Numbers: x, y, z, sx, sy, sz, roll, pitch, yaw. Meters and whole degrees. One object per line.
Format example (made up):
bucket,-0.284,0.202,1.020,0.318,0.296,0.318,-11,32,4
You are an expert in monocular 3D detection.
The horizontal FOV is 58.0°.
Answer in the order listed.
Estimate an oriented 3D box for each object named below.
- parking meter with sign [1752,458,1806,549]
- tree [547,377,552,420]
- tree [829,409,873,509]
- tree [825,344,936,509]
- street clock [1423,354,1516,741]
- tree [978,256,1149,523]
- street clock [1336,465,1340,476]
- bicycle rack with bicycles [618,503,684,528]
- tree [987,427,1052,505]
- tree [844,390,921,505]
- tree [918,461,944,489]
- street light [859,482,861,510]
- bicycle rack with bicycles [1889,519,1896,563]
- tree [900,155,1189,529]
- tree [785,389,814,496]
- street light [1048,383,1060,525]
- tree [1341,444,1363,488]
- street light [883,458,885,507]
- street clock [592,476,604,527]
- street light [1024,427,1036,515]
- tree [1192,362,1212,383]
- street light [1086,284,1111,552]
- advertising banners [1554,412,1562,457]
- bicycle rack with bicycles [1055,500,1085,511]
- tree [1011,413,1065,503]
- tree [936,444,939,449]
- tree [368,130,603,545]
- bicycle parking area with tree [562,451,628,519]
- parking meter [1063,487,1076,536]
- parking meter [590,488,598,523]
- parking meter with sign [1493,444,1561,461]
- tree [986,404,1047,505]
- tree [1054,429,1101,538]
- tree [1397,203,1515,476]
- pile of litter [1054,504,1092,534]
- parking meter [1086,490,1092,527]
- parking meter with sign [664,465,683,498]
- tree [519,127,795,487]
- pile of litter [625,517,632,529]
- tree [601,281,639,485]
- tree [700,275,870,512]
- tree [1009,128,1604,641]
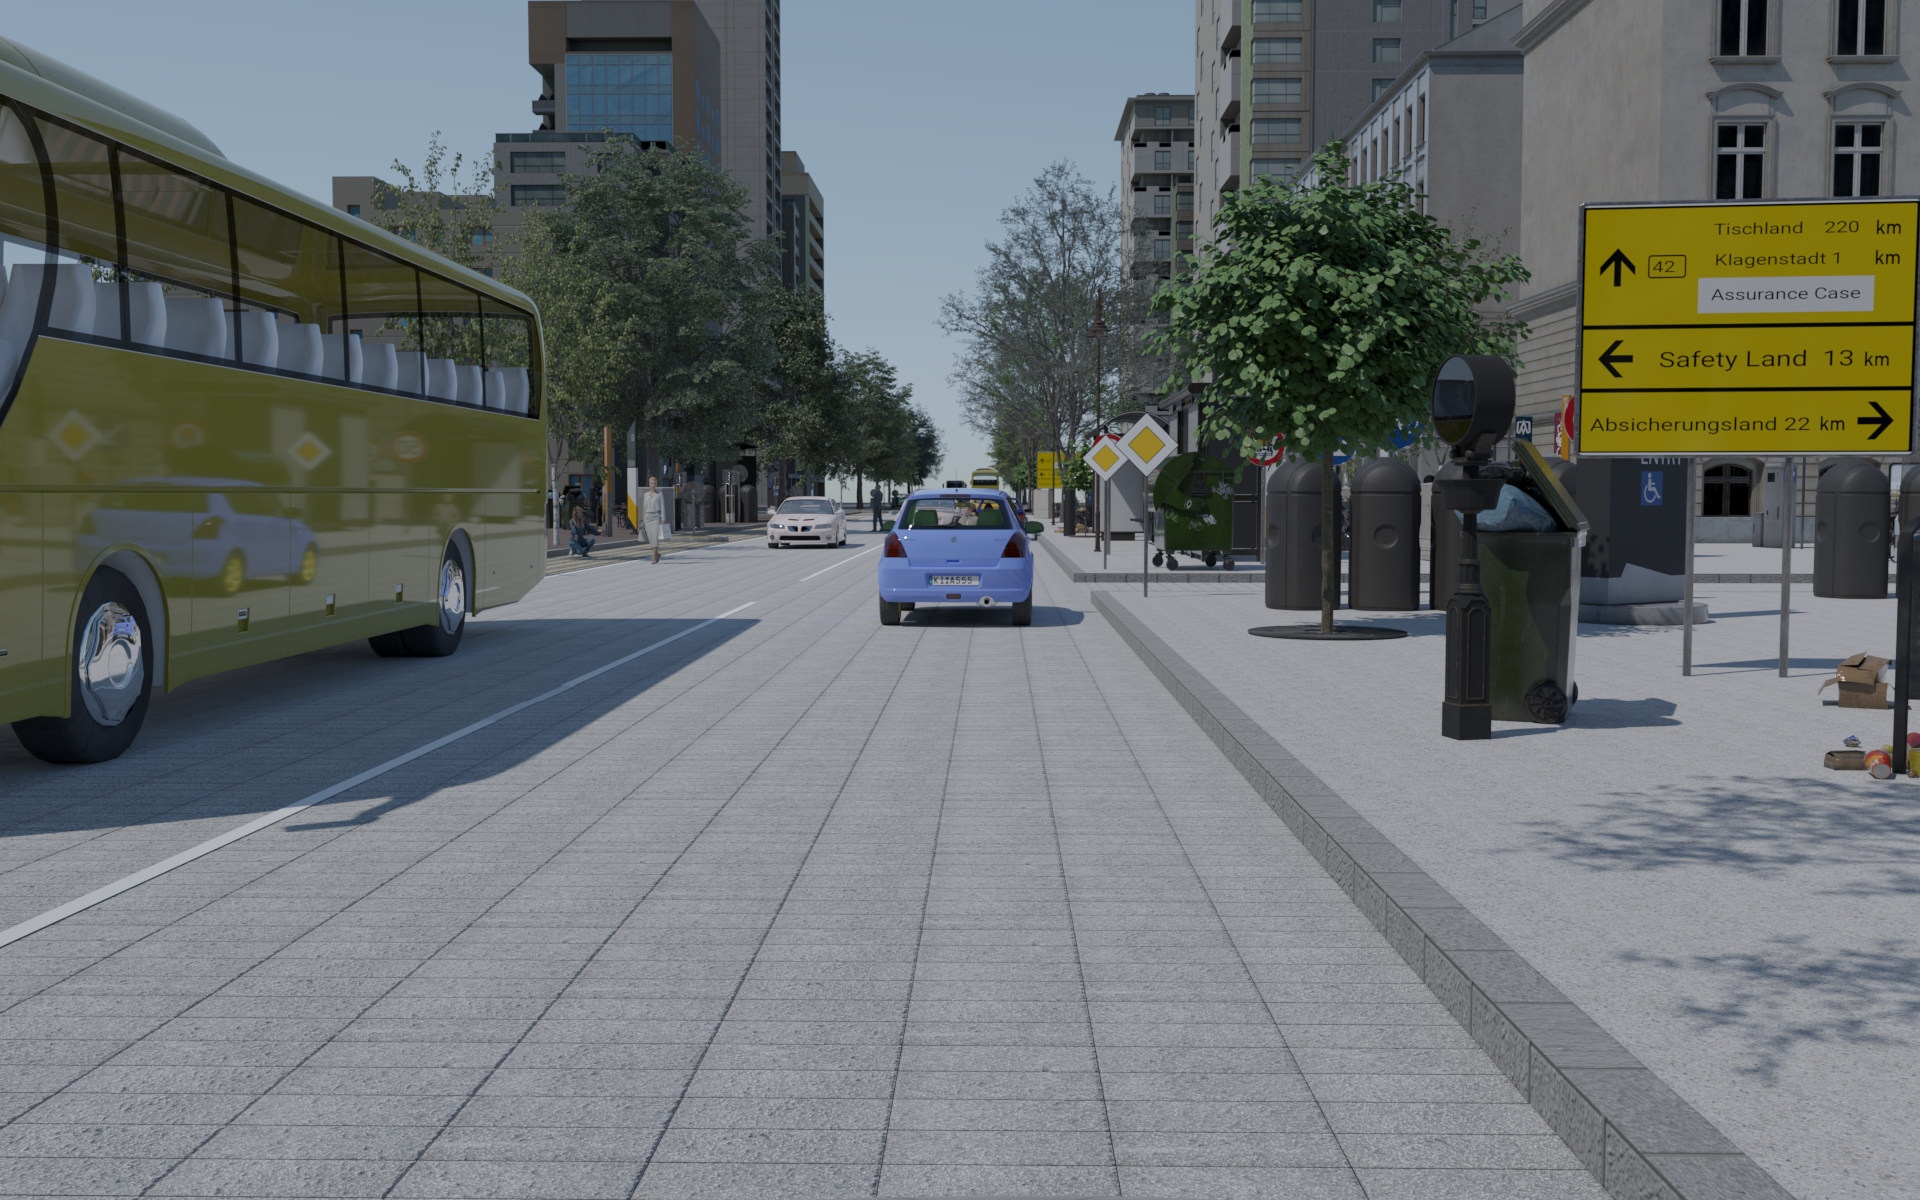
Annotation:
parking meter with sign,19.434,-2.735,40.977,0.543,3.016,1.738,-1,4,-9
tree,-19.232,-7.565,74.044,4.360,8.622,3.978,0,3,0
tree,-8.925,-11.202,133.509,4.360,8.622,3.978,0,3,0
tree,-8.472,-14.756,147.913,9.857,13.997,8.962,0,3,0
street clock,2.665,-0.274,9.056,0.358,2.002,0.471,-1,4,-13
tree,4.567,-9.244,76.895,9.928,11.665,9.643,0,3,0
street clock,7.400,-1.856,34.908,0.471,2.002,0.358,1,4,21
bicycle rack with bicycles,-12.032,-3.238,66.331,2.852,0.926,2.925,2,4,29
tree,7.797,-17.750,207.222,9.611,12.733,9.660,0,3,0
tree,-8.441,-17.033,196.613,7.486,12.596,7.792,0,3,0
tree,-6.237,-20.210,264.846,8.767,10.594,7.601,-2,4,-34
street light,-8.053,-10.194,139.464,0.468,5.910,1.993,0,4,1
bicycle rack with bicycles,18.293,-1.208,33.134,2.852,0.926,2.925,0,4,-2
tree,4.062,-9.389,63.882,12.009,13.543,11.850,0,3,0
tree,-9.902,-9.978,113.499,4.737,8.622,4.395,0,3,0
street light,3.829,-5.995,70.802,0.468,5.910,1.993,0,4,1
tree,14.174,-6.849,62.344,4.737,8.622,4.395,0,3,0
street light,-7.544,-12.181,171.954,0.468,5.910,1.993,0,4,1
street clock,-14.286,-3.911,68.509,0.471,2.002,0.358,-3,4,-39
street light,4.705,-8.730,115.518,0.468,5.910,1.993,0,4,1
tree,12.097,-7.627,75.064,4.737,8.622,4.395,0,3,0
street light,3.059,-4.008,38.318,0.468,5.910,1.993,0,4,1
advertising banners,12.683,-2.542,37.743,0.090,3.025,2.074,-1,4,-8
bicycle rack with bicycles,6.795,-5.523,103.687,2.925,0.926,2.852,1,4,15
tree,6.527,-11.781,142.981,4.737,8.622,4.395,0,3,0
tree,-7.196,-20.707,245.211,9.857,13.997,8.962,0,3,0
tree,-10.598,-5.252,36.227,4.737,8.622,4.395,0,3,0
bicycle parking area with tree,-22.684,-6.836,98.765,9.016,4.147,8.231,3,5,43
parking meter,3.333,-2.704,52.625,0.372,1.533,0.369,0,3,0
parking meter,-16.151,-4.160,76.430,0.372,1.533,0.369,0,3,0
parking meter with sign,10.824,-2.207,32.345,1.738,3.016,0.543,0,4,7
tree,6.347,-16.729,191.645,7.486,12.596,7.792,0,3,0
tree,3.714,-3.472,51.364,1.663,3.219,1.824,0,3,0
tree,12.297,-5.761,44.562,4.360,8.622,3.978,0,3,0
pile of litter,3.808,-2.626,56.900,1.176,0.858,1.719,-2,4,-27
parking meter,5.014,-3.574,66.848,0.372,1.533,0.369,0,3,0
parking meter with sign,-16.931,-6.620,104.505,1.738,3.016,0.543,-2,4,-25
tree,-10.837,-9.472,61.525,9.857,13.997,8.962,0,3,0
pile of litter,-11.684,-3.058,63.967,1.176,0.858,1.719,3,4,36
tree,-10.129,-5.686,43.334,4.737,8.622,4.395,0,3,0
tree,-9.252,-10.629,90.791,9.611,12.733,9.660,0,3,0
tree,3.315,-1.961,15.784,4.285,4.588,4.351,0,3,0
